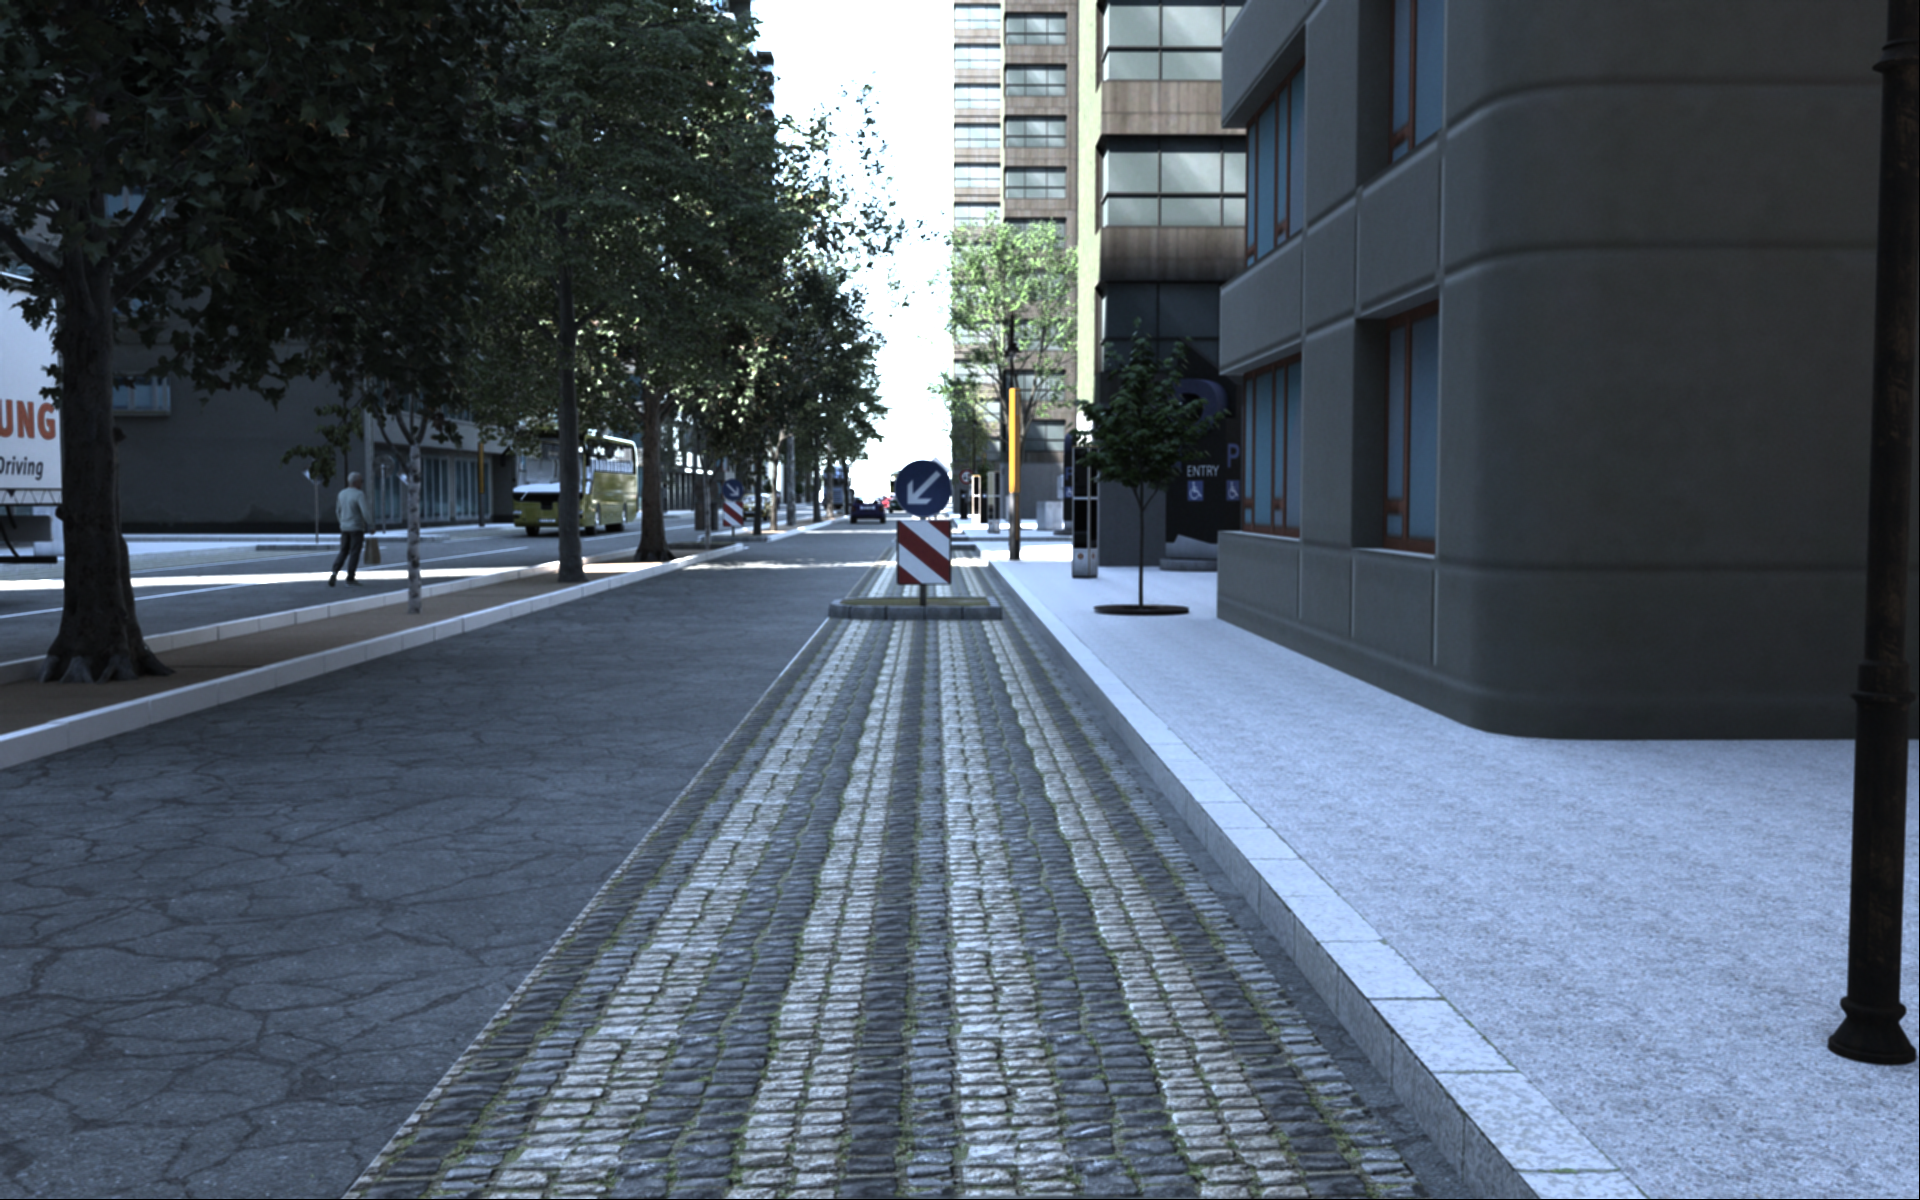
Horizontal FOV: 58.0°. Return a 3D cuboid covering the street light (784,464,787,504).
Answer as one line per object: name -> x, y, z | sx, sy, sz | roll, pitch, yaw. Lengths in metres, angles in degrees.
street light -> -21.441, -14.725, 213.534 | 0.468, 5.910, 1.993 | 0, 4, -1

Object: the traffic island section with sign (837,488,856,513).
traffic island section with sign -> -8.069, -7.323, 127.865 | 2.006, 1.907, 1.989 | 0, 4, -1

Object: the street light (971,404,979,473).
street light -> 0.712, -7.037, 87.841 | 0.468, 5.910, 1.993 | 0, 4, -1

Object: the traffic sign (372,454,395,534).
traffic sign -> -18.550, -3.401, 55.712 | 0.768, 2.556, 0.104 | 0, 4, 8

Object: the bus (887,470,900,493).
bus -> -5.877, -11.219, 174.982 | 2.896, 3.916, 12.252 | 0, 4, -3

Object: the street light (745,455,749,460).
street light -> -20.763, -12.036, 169.573 | 0.468, 5.910, 1.993 | 0, 4, -1

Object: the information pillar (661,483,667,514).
information pillar -> -19.519, -6.713, 114.244 | 0.304, 2.012, 0.304 | -2, 4, -32

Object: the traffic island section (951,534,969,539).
traffic island section -> -0.740, -1.890, 53.175 | 2.009, 0.180, 2.903 | 0, 4, -1

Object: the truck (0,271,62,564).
truck -> -13.108, -1.746, 17.460 | 2.839, 4.237, 11.283 | 0, 4, -1

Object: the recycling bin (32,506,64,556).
recycling bin -> -18.738, -1.427, 35.885 | 0.722, 1.027, 0.722 | -1, 4, -17

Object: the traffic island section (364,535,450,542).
traffic island section -> -16.829, -1.874, 52.918 | 2.009, 0.180, 2.903 | 0, 4, -1

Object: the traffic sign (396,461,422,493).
traffic sign -> -16.805, -3.010, 52.857 | 0.795, 2.450, 0.064 | 0, 4, -1

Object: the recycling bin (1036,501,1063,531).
recycling bin -> 3.144, -2.944, 60.681 | 0.722, 1.027, 0.722 | -2, 4, -24

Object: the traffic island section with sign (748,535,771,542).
traffic island section with sign -> -6.833, -2.728, 52.736 | 2.006, 1.907, 1.989 | 0, 4, -1

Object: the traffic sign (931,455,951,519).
traffic sign -> -0.633, -2.536, 45.113 | 0.795, 2.450, 0.064 | 0, 4, -1

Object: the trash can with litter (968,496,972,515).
trash can with litter -> 0.918, -5.782, 105.927 | 0.624, 1.170, 1.055 | -1, 4, -21

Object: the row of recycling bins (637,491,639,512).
row of recycling bins -> -24.085, -7.076, 122.805 | 3.534, 1.692, 1.069 | 3, 5, 41

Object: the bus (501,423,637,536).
bus -> -13.882, -4.369, 62.979 | 2.896, 3.916, 12.252 | 0, 4, -2

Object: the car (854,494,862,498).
car -> -12.931, -12.705, 216.525 | 1.959, 1.807, 4.718 | 0, 4, -2

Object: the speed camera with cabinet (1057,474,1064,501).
speed camera with cabinet -> 5.723, -5.422, 82.987 | 2.038, 3.252, 0.660 | 1, 4, 16

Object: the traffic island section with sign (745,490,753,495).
traffic island section with sign -> -18.452, -8.745, 151.610 | 1.989, 1.847, 2.006 | 0, 4, -1

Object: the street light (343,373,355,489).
street light -> -18.886, -4.920, 53.238 | 0.468, 5.910, 1.993 | 0, 4, -1

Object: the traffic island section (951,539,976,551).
traffic island section -> -0.609, -1.401, 45.191 | 2.009, 0.180, 2.903 | 0, 4, -1

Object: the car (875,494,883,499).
car -> -12.727, -15.935, 272.539 | 2.014, 1.417, 4.499 | 0, 4, -2

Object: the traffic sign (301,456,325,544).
traffic sign -> -16.675, -2.522, 44.873 | 0.795, 2.450, 0.064 | 0, 4, -1

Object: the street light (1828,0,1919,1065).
street light -> 2.093, -1.897, 3.798 | 0.468, 5.910, 1.993 | 0, 4, -1

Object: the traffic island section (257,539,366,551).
traffic island section -> -16.698, -1.386, 44.934 | 2.009, 0.180, 2.903 | 0, 4, -1

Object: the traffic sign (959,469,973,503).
traffic sign -> 0.356, -5.440, 89.058 | 0.768, 2.556, 0.104 | 0, 4, 2

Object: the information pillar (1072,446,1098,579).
information pillar -> 1.908, -1.341, 26.424 | 0.304, 2.012, 0.304 | 2, 4, 31

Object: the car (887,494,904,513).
car -> -4.488, -7.364, 132.194 | 2.131, 1.459, 4.920 | 0, 4, -1

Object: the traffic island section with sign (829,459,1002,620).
traffic island section with sign -> -0.536, -0.725, 20.484 | 1.989, 1.847, 2.006 | 0, 4, -1

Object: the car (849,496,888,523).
car -> -4.539, -4.473, 85.720 | 1.945, 1.354, 3.894 | 0, 4, -2

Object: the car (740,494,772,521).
car -> -11.150, -5.120, 93.927 | 2.015, 1.641, 3.980 | 0, 3, 0

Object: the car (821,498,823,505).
car -> -16.744, -12.763, 221.262 | 1.945, 1.354, 3.894 | 0, 4, 1

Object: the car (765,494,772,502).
car -> -14.357, -6.926, 123.463 | 2.015, 1.641, 3.980 | 0, 4, 1

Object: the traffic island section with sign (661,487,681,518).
traffic island section with sign -> -17.655, -5.758, 102.771 | 1.989, 1.847, 2.006 | 0, 4, -1

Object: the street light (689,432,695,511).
street light -> -20.044, -9.587, 129.542 | 0.468, 5.910, 1.993 | 0, 4, -1

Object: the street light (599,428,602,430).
street light -> -19.536, -7.369, 93.270 | 0.468, 5.910, 1.993 | 0, 4, -1

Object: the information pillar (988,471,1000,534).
information pillar -> 1.101, -3.168, 56.290 | 0.304, 2.012, 0.304 | 3, 5, 42

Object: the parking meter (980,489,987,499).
parking meter -> 1.115, -4.529, 82.467 | 0.372, 1.533, 0.369 | 0, 3, 0

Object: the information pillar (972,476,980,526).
information pillar -> 0.646, -3.930, 68.743 | 0.304, 2.012, 0.304 | 0, 4, -3

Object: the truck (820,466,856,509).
truck -> -11.505, -10.977, 169.240 | 2.967, 4.110, 18.799 | 0, 4, 0

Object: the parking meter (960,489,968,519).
parking meter -> 0.196, -4.860, 87.871 | 0.372, 1.533, 0.369 | 0, 3, 0

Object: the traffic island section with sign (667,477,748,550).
traffic island section with sign -> -6.722, -2.275, 45.330 | 2.006, 1.907, 1.989 | 0, 4, -1

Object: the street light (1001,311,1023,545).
street light -> 1.308, -4.345, 43.827 | 0.468, 5.910, 1.993 | 0, 4, -1

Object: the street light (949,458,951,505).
street light -> -1.204, -14.162, 204.329 | 0.468, 5.910, 1.993 | 0, 4, -1

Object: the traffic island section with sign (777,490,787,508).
traffic island section with sign -> -18.902, -10.462, 179.679 | 1.989, 1.847, 2.006 | 0, 4, -1

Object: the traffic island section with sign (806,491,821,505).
traffic island section with sign -> -19.810, -13.853, 235.116 | 1.989, 1.847, 2.006 | 0, 4, -1

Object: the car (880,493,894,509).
car -> -5.841, -8.416, 146.635 | 2.155, 1.783, 4.494 | 0, 4, -2
